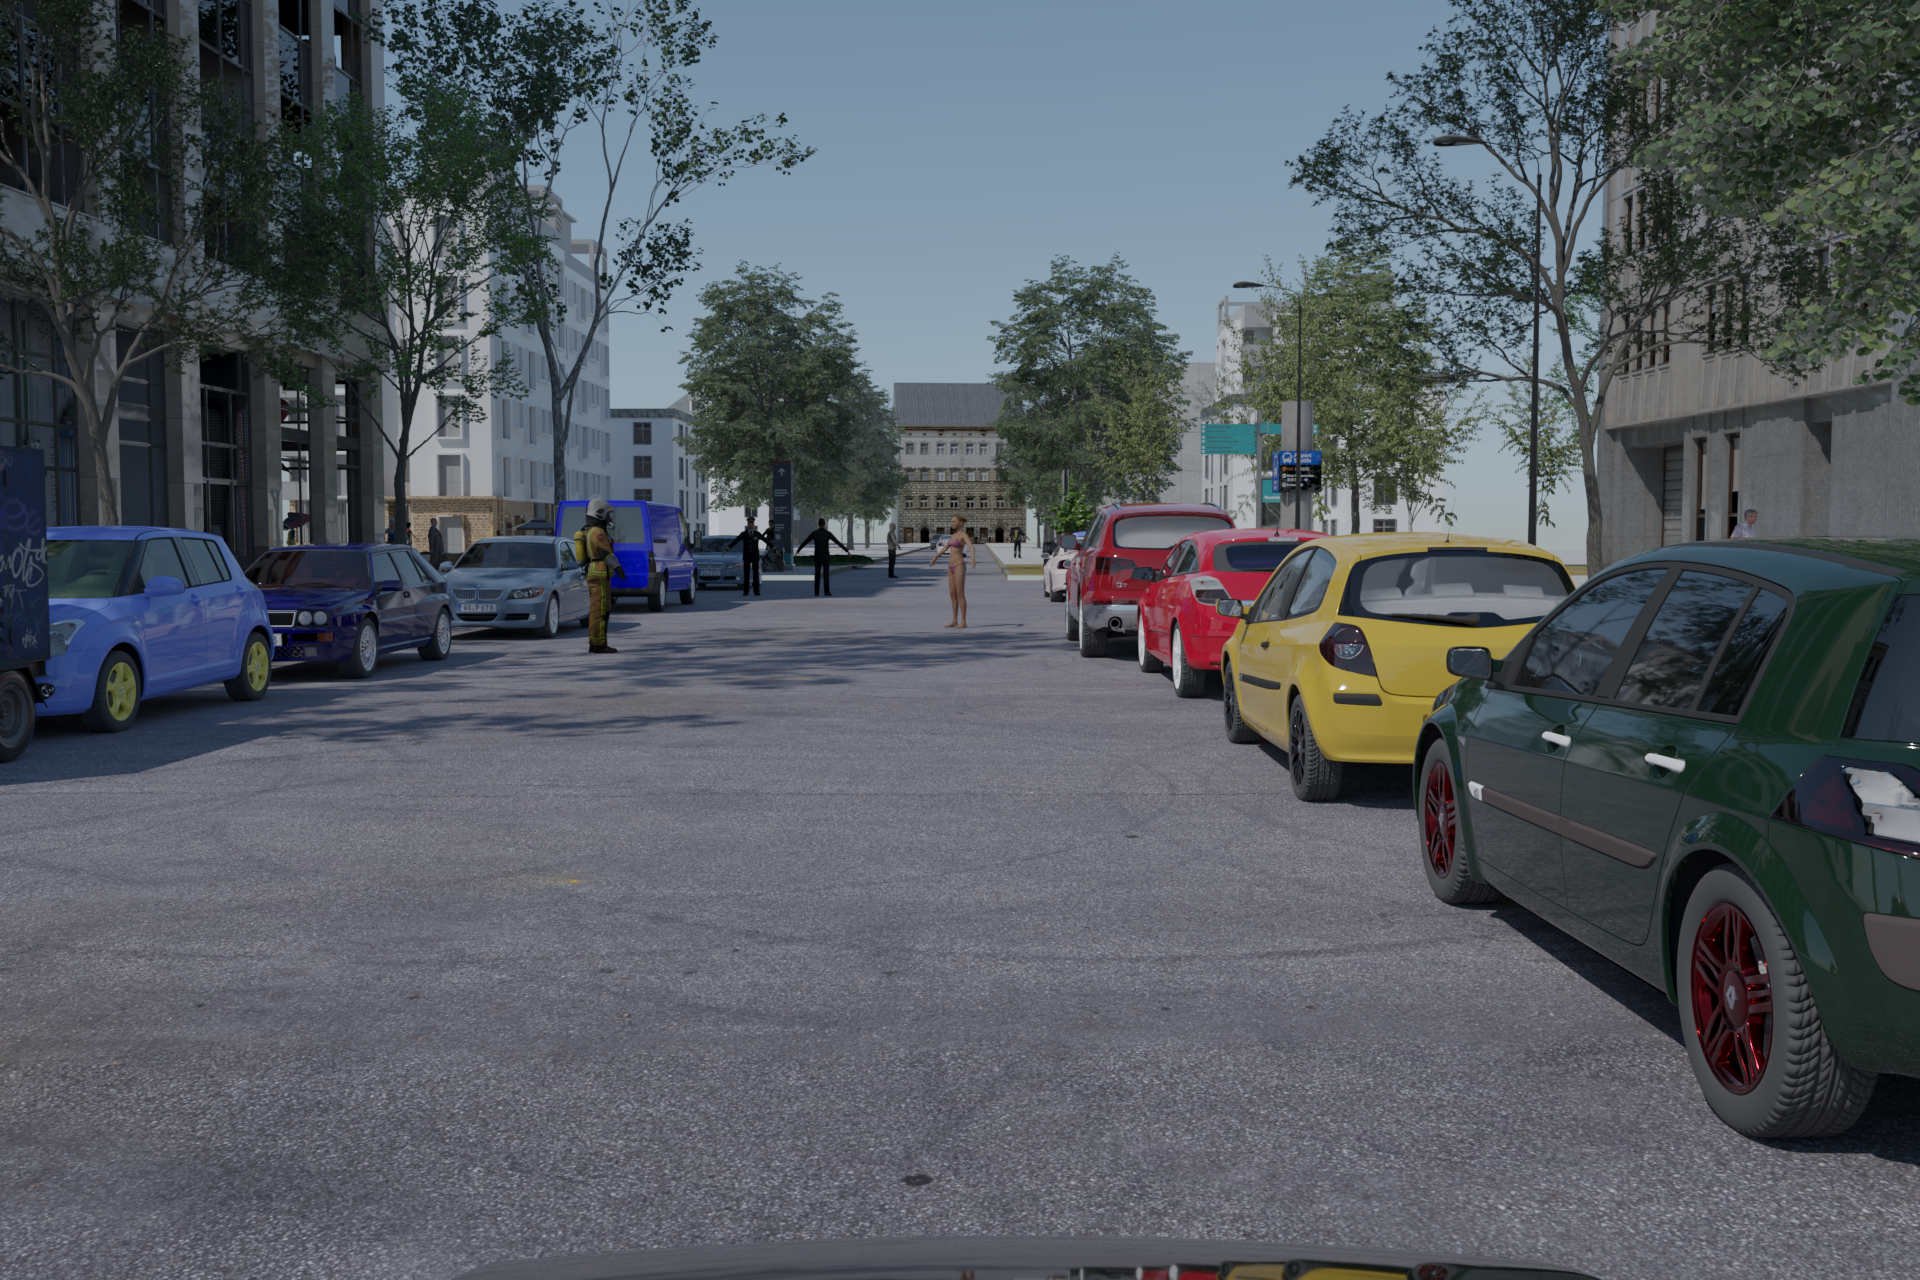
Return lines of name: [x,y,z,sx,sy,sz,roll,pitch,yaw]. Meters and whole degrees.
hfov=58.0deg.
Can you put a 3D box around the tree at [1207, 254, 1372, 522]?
tree: [8.748,-5.771,44.710,4.737,8.622,4.395,0,3,0]

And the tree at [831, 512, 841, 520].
tree: [-19.984,-19.135,247.268,7.601,10.594,8.767,0,4,-8]

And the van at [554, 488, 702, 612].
van: [-6.378,-1.784,33.560,2.240,2.365,5.245,0,4,0]

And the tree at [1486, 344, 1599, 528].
tree: [22.677,-7.158,67.399,4.737,8.622,4.395,0,3,0]

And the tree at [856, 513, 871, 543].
tree: [-13.090,-18.047,245.424,4.737,8.622,4.395,0,3,0]

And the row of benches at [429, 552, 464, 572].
row of benches: [-17.403,-2.745,60.343,1.422,0.672,4.104,0,4,7]

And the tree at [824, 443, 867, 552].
tree: [-8.282,-10.469,121.528,4.360,8.622,3.978,0,3,0]

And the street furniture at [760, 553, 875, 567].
street furniture: [-8.153,-3.278,69.229,10.072,0.657,5.734,-1,4,-13]

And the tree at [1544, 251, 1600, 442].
tree: [24.022,-8.179,59.476,9.928,11.665,9.643,0,3,0]

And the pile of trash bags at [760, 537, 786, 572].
pile of trash bags: [-6.919,-2.991,58.651,1.912,1.369,3.447,0,4,1]

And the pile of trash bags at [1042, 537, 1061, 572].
pile of trash bags: [3.753,-3.019,59.111,1.912,1.369,3.447,0,4,0]

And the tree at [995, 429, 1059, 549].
tree: [6.844,-12.702,142.095,8.767,10.594,7.601,1,4,10]

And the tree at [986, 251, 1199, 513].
tree: [5.817,-10.438,77.320,9.857,13.997,8.962,0,3,0]

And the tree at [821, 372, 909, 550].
tree: [-8.673,-14.085,136.945,9.857,13.997,8.962,0,3,0]

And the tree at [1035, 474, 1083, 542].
tree: [6.669,-10.403,120.444,4.737,8.622,4.395,0,3,0]

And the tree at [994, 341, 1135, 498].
tree: [7.282,-12.174,109.408,12.009,13.543,11.850,0,3,0]

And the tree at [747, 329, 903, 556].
tree: [-8.212,-11.724,102.054,12.009,13.543,11.850,0,3,0]

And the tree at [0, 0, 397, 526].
tree: [-12.357,-5.536,24.922,8.767,10.594,7.601,-3,5,-44]

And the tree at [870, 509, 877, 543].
tree: [-12.331,-18.406,251.296,4.360,8.622,3.978,0,3,0]

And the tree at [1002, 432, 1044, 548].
tree: [6.943,-14.007,154.772,9.928,11.665,9.643,0,3,0]

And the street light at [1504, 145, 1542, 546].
street light: [7.286,-2.921,20.305,1.470,5.913,1.316,0,4,0]

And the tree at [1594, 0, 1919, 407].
tree: [9.192,-6.493,12.810,9.857,13.997,8.962,0,3,0]

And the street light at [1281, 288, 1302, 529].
street light: [6.793,-3.634,31.964,1.470,5.913,1.316,0,4,0]

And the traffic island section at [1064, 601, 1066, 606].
traffic island section: [3.083,-0.700,34.310,1.991,0.108,1.994,0,4,0]

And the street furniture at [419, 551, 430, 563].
street furniture: [-22.558,-3.256,68.870,5.734,0.657,10.072,0,4,-7]

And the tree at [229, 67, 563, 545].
tree: [-12.597,-6.931,39.080,9.928,11.665,9.643,0,3,0]

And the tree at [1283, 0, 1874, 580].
tree: [9.327,-5.569,25.468,8.767,10.594,7.601,-1,4,-13]

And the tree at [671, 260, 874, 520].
tree: [-8.640,-10.595,79.882,9.857,13.997,8.962,0,3,0]

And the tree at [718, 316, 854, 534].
tree: [-9.341,-10.561,90.799,7.486,12.596,7.792,0,3,0]

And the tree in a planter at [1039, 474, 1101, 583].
tree in a planter: [3.345,-3.295,51.097,1.991,3.239,1.994,0,4,1]

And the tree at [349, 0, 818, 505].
tree: [-11.179,-12.002,52.130,12.611,20.169,13.585,0,3,0]

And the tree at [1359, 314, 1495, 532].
tree: [15.169,-6.552,57.480,4.737,8.622,4.395,0,3,0]

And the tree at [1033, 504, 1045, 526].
tree: [14.356,-20.411,251.841,7.486,12.596,7.792,0,3,0]

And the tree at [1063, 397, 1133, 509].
tree: [6.399,-8.419,88.013,4.360,8.622,3.978,0,3,0]

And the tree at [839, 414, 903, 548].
tree: [-8.805,-14.817,160.380,7.486,12.596,7.792,0,3,0]

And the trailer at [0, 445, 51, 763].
trailer: [-6.664,-0.167,9.780,1.471,1.999,3.904,0,4,1]

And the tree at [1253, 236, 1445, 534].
tree: [14.841,-9.079,66.570,7.486,12.596,7.792,0,3,0]

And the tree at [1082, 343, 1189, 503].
tree: [6.914,-7.066,65.884,4.737,8.622,4.395,0,3,0]

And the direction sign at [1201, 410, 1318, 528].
direction sign: [6.455,-2.945,36.921,2.525,3.948,1.411,0,4,1]

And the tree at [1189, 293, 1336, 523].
tree: [9.653,-6.235,52.305,4.360,8.622,3.978,0,3,0]

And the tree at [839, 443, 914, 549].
tree: [-8.118,-13.257,151.156,8.767,10.594,7.601,0,4,2]

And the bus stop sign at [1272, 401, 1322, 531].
bus stop sign: [6.707,-2.784,34.539,0.837,3.901,0.837,0,4,1]

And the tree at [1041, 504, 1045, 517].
tree: [13.324,-17.987,244.443,4.737,8.622,4.395,0,3,0]

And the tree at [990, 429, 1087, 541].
tree: [6.782,-12.135,132.815,8.767,10.594,7.601,-2,4,-35]
